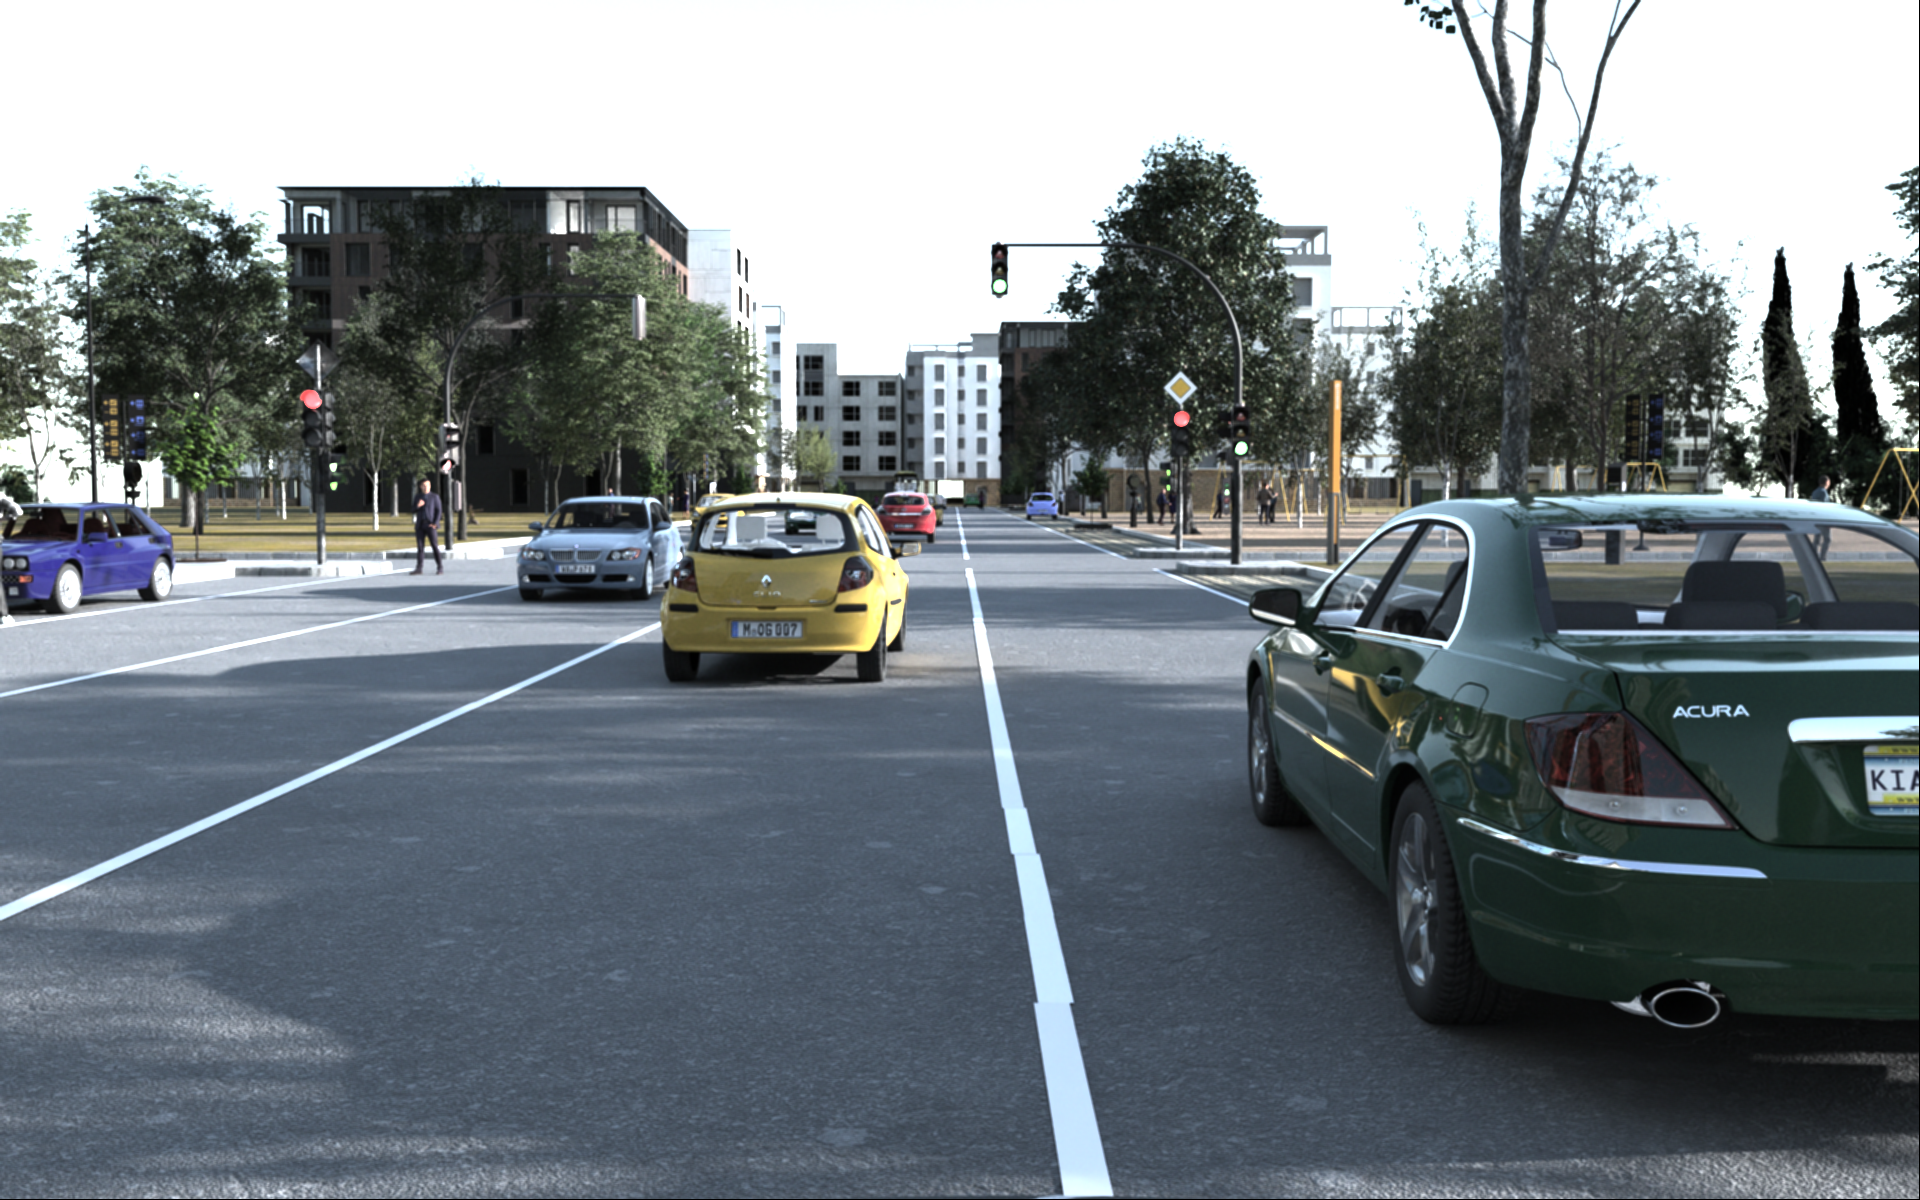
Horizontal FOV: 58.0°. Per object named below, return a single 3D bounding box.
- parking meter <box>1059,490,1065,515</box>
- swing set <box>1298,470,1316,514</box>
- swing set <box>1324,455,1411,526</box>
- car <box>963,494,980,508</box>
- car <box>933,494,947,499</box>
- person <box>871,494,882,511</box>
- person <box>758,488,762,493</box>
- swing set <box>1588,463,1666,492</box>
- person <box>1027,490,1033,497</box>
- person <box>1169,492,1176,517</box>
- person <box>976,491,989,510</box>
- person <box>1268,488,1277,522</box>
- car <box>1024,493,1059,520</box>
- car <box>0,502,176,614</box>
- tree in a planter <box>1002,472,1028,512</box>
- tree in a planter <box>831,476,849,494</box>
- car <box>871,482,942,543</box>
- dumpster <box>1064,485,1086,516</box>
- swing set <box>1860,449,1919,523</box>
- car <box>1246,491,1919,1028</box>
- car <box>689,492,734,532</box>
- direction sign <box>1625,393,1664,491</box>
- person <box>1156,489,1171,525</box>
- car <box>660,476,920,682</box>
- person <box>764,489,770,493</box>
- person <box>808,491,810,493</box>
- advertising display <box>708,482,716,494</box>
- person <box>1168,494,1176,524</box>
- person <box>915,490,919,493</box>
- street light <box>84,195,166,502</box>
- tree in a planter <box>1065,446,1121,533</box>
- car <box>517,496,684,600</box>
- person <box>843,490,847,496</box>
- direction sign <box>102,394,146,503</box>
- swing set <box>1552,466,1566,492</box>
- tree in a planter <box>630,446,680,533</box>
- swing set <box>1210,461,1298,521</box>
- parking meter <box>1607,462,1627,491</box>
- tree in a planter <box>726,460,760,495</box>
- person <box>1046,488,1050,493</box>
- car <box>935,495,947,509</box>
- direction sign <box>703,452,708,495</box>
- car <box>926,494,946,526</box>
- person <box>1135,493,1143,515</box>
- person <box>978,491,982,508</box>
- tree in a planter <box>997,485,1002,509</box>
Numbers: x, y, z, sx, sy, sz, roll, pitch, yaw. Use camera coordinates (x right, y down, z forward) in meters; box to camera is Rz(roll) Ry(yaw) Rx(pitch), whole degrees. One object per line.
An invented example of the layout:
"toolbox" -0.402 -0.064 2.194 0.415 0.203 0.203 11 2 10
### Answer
"parking meter" 6.371 -6.118 108.437 0.372 1.533 0.369 0 3 0
"swing set" 23.120 -6.908 110.571 3.119 2.851 2.862 -1 4 -9
"swing set" 16.527 -4.396 69.493 3.119 2.851 2.862 2 4 28
"car" 1.272 -10.829 185.852 1.959 1.807 4.718 0 4 -1
"car" -2.376 -10.245 177.726 2.015 1.641 3.980 0 4 1
"person" -6.864 -8.010 142.679 0.991 1.433 0.599 0 4 0
"person" -16.671 -8.399 143.892 0.721 1.766 1.217 3 5 41
"swing set" 34.162 -5.517 87.818 3.119 2.851 2.862 -1 4 -12
"person" 7.508 -10.670 181.284 1.217 1.735 0.721 3 5 39
"person" 12.014 -5.497 97.385 0.593 1.643 0.415 -2 4 -30
"person" 1.983 -8.986 156.107 1.217 1.739 0.721 1 4 16
"person" 14.050 -4.271 78.083 0.499 1.552 0.429 2 4 35
"car" 4.588 -5.356 97.155 1.945 1.707 3.694 0 4 1
"car" -11.498 -0.568 21.868 1.945 1.354 3.894 0 4 -1
"tree in a planter" 4.680 -8.822 141.463 1.991 3.239 1.994 0 4 0
"tree in a planter" -11.812 -10.512 169.100 1.991 3.239 1.994 0 4 0
"car" -1.632 -2.646 52.295 2.155 1.783 4.494 0 4 0
"dumpster" 6.792 -5.883 101.949 1.264 1.857 1.865 0 3 0
"swing set" 33.300 -3.838 60.375 3.119 2.851 2.862 -2 4 -32
"car" 2.171 0.349 6.092 2.131 1.459 4.920 0 4 1
"car" -9.267 -3.426 66.242 2.015 1.641 3.980 0 4 -1
"direction sign" 15.522 -2.896 39.343 0.379 3.537 0.876 -3 5 -43
"person" 8.400 -3.827 71.307 0.600 1.496 0.574 0 4 2
"car" -1.370 -0.271 14.662 2.015 1.641 3.980 0 4 2
"person" -15.933 -8.321 142.765 0.551 1.740 0.621 0 4 -5
"person" -16.979 -11.383 194.596 1.348 1.826 0.705 2 4 33
"advertising display" -13.657 -5.525 95.542 0.123 1.923 0.974 1 4 11
"person" 9.245 -4.059 74.781 0.453 1.535 0.546 -2 4 -32
"person" -3.385 -7.389 129.838 0.721 1.766 1.217 0 4 2
"street light" -13.038 -3.335 27.074 1.470 5.913 1.316 0 4 0
"tree in a planter" 4.942 -4.133 64.797 1.991 3.239 1.994 0 4 0
"car" -5.081 -0.792 24.946 2.014 1.417 4.499 0 4 -1
"person" -9.457 -8.194 143.159 0.721 1.739 1.217 2 4 35
"direction sign" -19.017 -2.903 39.466 0.876 3.537 0.379 -2 4 -25
"swing set" 34.673 -6.072 96.901 3.119 2.851 2.862 0 4 1
"tree in a planter" -11.446 -4.093 64.137 1.991 3.239 1.994 0 4 0
"swing set" 13.928 -5.204 82.699 3.119 2.851 2.862 -1 4 -14
"parking meter" 11.992 -1.587 31.657 0.255 1.863 0.399 3 4 38
"tree in a planter" -11.549 -5.768 91.532 1.991 3.239 1.994 0 4 0
"person" 7.150 -8.143 139.310 0.705 1.807 1.348 2 4 30
"car" -2.230 -9.290 164.256 2.083 1.381 4.827 0 4 -1
"direction sign" -13.819 -6.247 94.129 0.379 3.537 0.876 0 4 6
"car" -1.679 -4.175 78.488 2.015 1.641 3.980 0 4 2
"person" 11.158 -5.983 107.781 0.435 1.345 0.340 -3 5 -43
"person" 2.106 -10.419 179.681 0.721 1.723 1.217 1 4 18
"tree in a planter" 4.583 -10.481 168.583 1.991 3.239 1.994 0 4 0
